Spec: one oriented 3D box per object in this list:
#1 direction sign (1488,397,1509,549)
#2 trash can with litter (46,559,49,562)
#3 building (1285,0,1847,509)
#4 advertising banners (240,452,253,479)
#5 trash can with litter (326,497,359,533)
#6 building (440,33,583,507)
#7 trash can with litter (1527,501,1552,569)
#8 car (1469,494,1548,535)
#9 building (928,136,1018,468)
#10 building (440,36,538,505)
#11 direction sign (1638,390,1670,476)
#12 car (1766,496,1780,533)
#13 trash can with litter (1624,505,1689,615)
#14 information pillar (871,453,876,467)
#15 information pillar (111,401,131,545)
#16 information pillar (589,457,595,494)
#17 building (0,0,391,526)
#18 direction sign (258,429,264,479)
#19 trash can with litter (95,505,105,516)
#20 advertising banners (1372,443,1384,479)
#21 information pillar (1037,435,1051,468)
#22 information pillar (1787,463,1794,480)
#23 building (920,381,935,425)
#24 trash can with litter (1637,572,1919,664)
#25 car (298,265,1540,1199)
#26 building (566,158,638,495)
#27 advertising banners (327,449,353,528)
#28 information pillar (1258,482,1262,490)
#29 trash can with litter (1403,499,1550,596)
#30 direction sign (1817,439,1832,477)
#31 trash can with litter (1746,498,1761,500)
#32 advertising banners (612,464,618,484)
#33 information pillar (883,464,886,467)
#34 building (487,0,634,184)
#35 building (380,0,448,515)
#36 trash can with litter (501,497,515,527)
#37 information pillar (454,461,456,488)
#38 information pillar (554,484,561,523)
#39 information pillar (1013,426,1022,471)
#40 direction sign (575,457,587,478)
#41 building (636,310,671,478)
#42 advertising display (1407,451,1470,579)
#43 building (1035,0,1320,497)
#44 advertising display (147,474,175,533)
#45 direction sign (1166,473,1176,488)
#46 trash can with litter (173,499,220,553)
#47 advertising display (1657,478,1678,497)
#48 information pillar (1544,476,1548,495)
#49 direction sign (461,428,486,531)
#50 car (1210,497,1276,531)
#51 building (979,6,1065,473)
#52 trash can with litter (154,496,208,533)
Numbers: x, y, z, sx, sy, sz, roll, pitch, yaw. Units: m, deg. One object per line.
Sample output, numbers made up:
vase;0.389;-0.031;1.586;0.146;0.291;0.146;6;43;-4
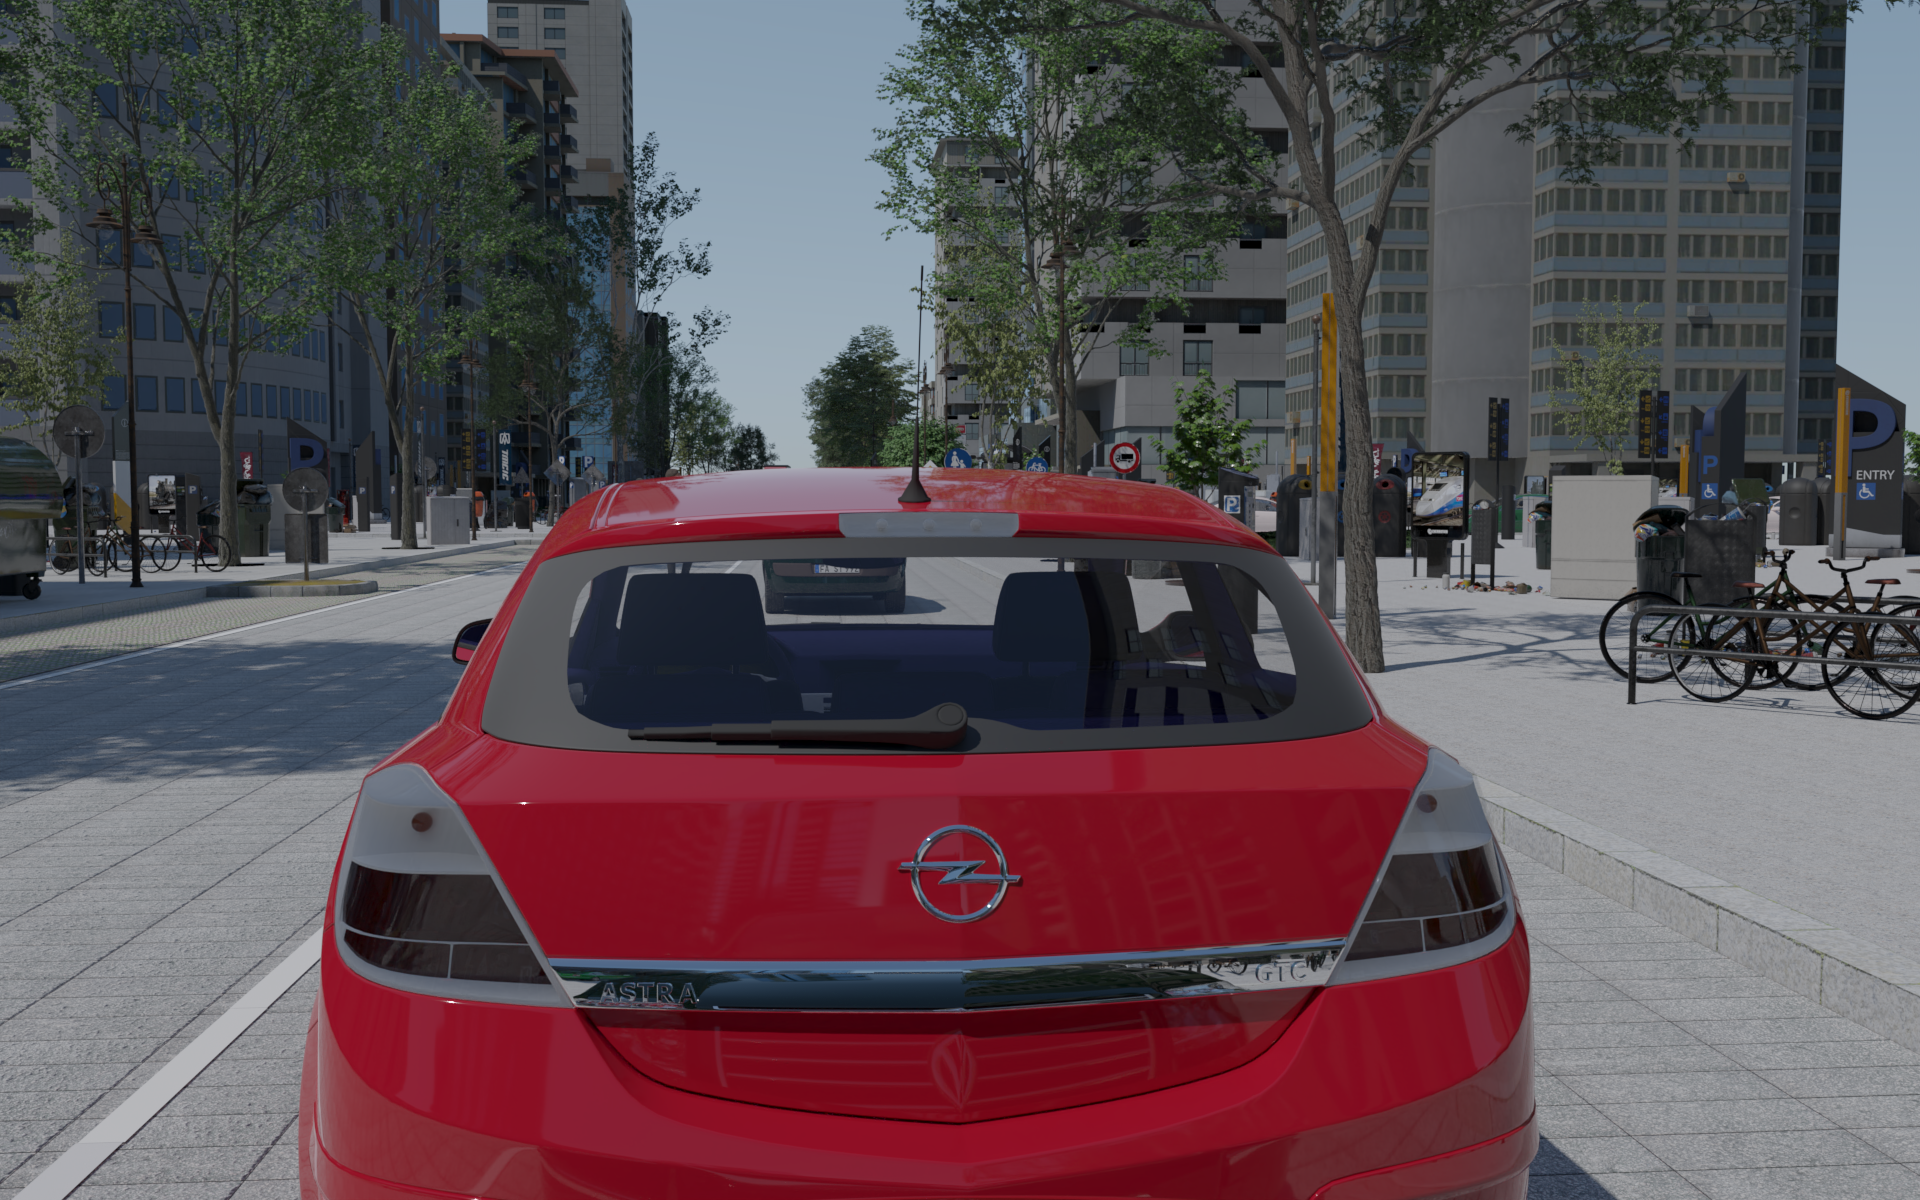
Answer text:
direction sign;12.670;-2.985;40.804;0.876;3.537;0.379;-3;5;-43
trash can with litter;-17.617;-1.289;32.133;2.233;1.210;1.678;2;4;24
building;31.086;-24.345;89.930;23.993;40.220;32.217;0;4;-5
advertising banners;-28.704;-4.614;71.631;2.074;3.025;0.090;0;4;-1
trash can with litter;-20.339;-2.796;57.099;1.055;1.170;0.624;1;4;11
building;-49.000;-31.402;168.049;22.147;44.769;28.867;0;4;-5
trash can with litter;10.098;-1.118;29.674;0.624;1.170;1.055;2;4;26
car;18.400;-2.776;57.193;4.920;1.459;2.131;0;4;-5
building;10.635;-40.458;250.726;28.713;52.752;27.495;0;4;-5
building;-52.220;-27.496;141.443;32.217;40.220;23.993;0;4;-5
direction sign;15.165;-2.809;37.918;0.876;3.537;0.379;-2;4;-26
car;27.529;-2.810;58.310;4.827;1.381;2.083;0;4;-7
trash can with litter;7.387;-0.440;18.581;0.624;1.170;1.055;0;4;3
information pillar;-4.854;-6.488;97.425;0.183;3.616;0.504;2;4;31
information pillar;-21.031;-3.189;43.492;0.183;3.616;0.504;1;4;22
information pillar;-23.173;-7.205;109.161;0.504;3.616;0.183;2;4;28
building;-41.527;-32.997;81.493;21.231;58.520;28.212;0;4;-5
direction sign;-24.584;-4.218;60.959;0.379;3.537;0.876;-1;4;-14
trash can with litter;-20.077;-1.730;39.679;0.624;1.170;1.055;0;4;-7
advertising banners;13.577;-3.895;59.866;2.074;3.025;0.090;1;4;13
information pillar;3.375;-4.744;68.924;0.504;3.616;0.183;-1;4;-13
information pillar;45.503;-6.337;94.964;0.504;3.616;0.183;-2;4;-30
building;8.199;-26.605;280.035;27.650;21.520;28.899;0;4;-5
trash can with litter;6.389;-0.154;13.575;2.233;1.210;1.678;1;4;16
car;-0.215;0.296;4.196;2.155;1.783;4.494;0;4;-6
building;-51.458;-35.731;234.311;14.600;45.320;14.200;0;4;-5
advertising banners;-23.631;-4.293;66.376;2.074;3.025;0.090;-3;5;-45
information pillar;18.677;-6.365;108.558;0.304;2.012;0.304;-2;4;-30
trash can with litter;6.992;-0.718;22.799;1.678;1.210;2.233;-1;4;-13
direction sign;35.805;-4.880;71.783;0.876;3.537;0.379;-2;4;-30
trash can with litter;13.606;-1.197;30.621;2.233;1.210;1.678;-1;4;-14
advertising banners;-20.976;-6.507;102.579;2.074;3.025;0.090;2;4;30
information pillar;-5.357;-8.095;123.709;0.183;3.616;0.504;-3;5;-41
building;-55.669;-49.706;250.949;20.563;71.187;20.611;0;4;-5
building;-41.761;-28.197;111.131;14.600;45.320;14.200;0;4;-5
trash can with litter;-17.778;-3.452;67.835;0.624;1.170;1.055;1;4;8
information pillar;-36.202;-8.126;124.219;0.183;3.616;0.504;-1;4;-13
information pillar;-17.522;-4.327;75.230;0.304;2.012;0.304;0;4;6
information pillar;1.984;-4.182;59.735;0.183;3.616;0.504;-2;4;-29
direction sign;-23.026;-6.958;105.759;0.876;3.537;0.379;-1;4;-16
building;-52.887;-30.488;270.172;14.160;30.474;14.107;0;4;-5
advertising display;7.308;-1.296;26.399;0.123;1.923;0.974;-3;5;-39
building;20.171;-32.546;121.371;28.713;52.752;27.495;0;4;-5
advertising display;-25.925;-3.130;56.397;0.974;1.923;0.123;0;4;0
direction sign;12.652;-6.720;101.876;0.379;3.537;0.876;-3;4;-36
trash can with litter;-16.549;-1.606;37.645;1.055;1.170;0.624;-1;4;-10
advertising display;28.332;-3.942;69.662;0.974;1.923;0.123;0;4;4
information pillar;24.280;-4.142;72.216;0.304;2.012;0.304;0;4;-7
direction sign;-16.846;-4.164;60.072;0.876;3.537;0.379;-3;4;-37
car;9.457;-2.617;55.152;4.827;1.381;2.083;0;4;-4
building;14.567;-53.079;180.517;22.319;86.520;31.000;0;4;-5
trash can with litter;-26.343;-2.903;58.515;1.678;1.210;2.233;-2;4;-28
